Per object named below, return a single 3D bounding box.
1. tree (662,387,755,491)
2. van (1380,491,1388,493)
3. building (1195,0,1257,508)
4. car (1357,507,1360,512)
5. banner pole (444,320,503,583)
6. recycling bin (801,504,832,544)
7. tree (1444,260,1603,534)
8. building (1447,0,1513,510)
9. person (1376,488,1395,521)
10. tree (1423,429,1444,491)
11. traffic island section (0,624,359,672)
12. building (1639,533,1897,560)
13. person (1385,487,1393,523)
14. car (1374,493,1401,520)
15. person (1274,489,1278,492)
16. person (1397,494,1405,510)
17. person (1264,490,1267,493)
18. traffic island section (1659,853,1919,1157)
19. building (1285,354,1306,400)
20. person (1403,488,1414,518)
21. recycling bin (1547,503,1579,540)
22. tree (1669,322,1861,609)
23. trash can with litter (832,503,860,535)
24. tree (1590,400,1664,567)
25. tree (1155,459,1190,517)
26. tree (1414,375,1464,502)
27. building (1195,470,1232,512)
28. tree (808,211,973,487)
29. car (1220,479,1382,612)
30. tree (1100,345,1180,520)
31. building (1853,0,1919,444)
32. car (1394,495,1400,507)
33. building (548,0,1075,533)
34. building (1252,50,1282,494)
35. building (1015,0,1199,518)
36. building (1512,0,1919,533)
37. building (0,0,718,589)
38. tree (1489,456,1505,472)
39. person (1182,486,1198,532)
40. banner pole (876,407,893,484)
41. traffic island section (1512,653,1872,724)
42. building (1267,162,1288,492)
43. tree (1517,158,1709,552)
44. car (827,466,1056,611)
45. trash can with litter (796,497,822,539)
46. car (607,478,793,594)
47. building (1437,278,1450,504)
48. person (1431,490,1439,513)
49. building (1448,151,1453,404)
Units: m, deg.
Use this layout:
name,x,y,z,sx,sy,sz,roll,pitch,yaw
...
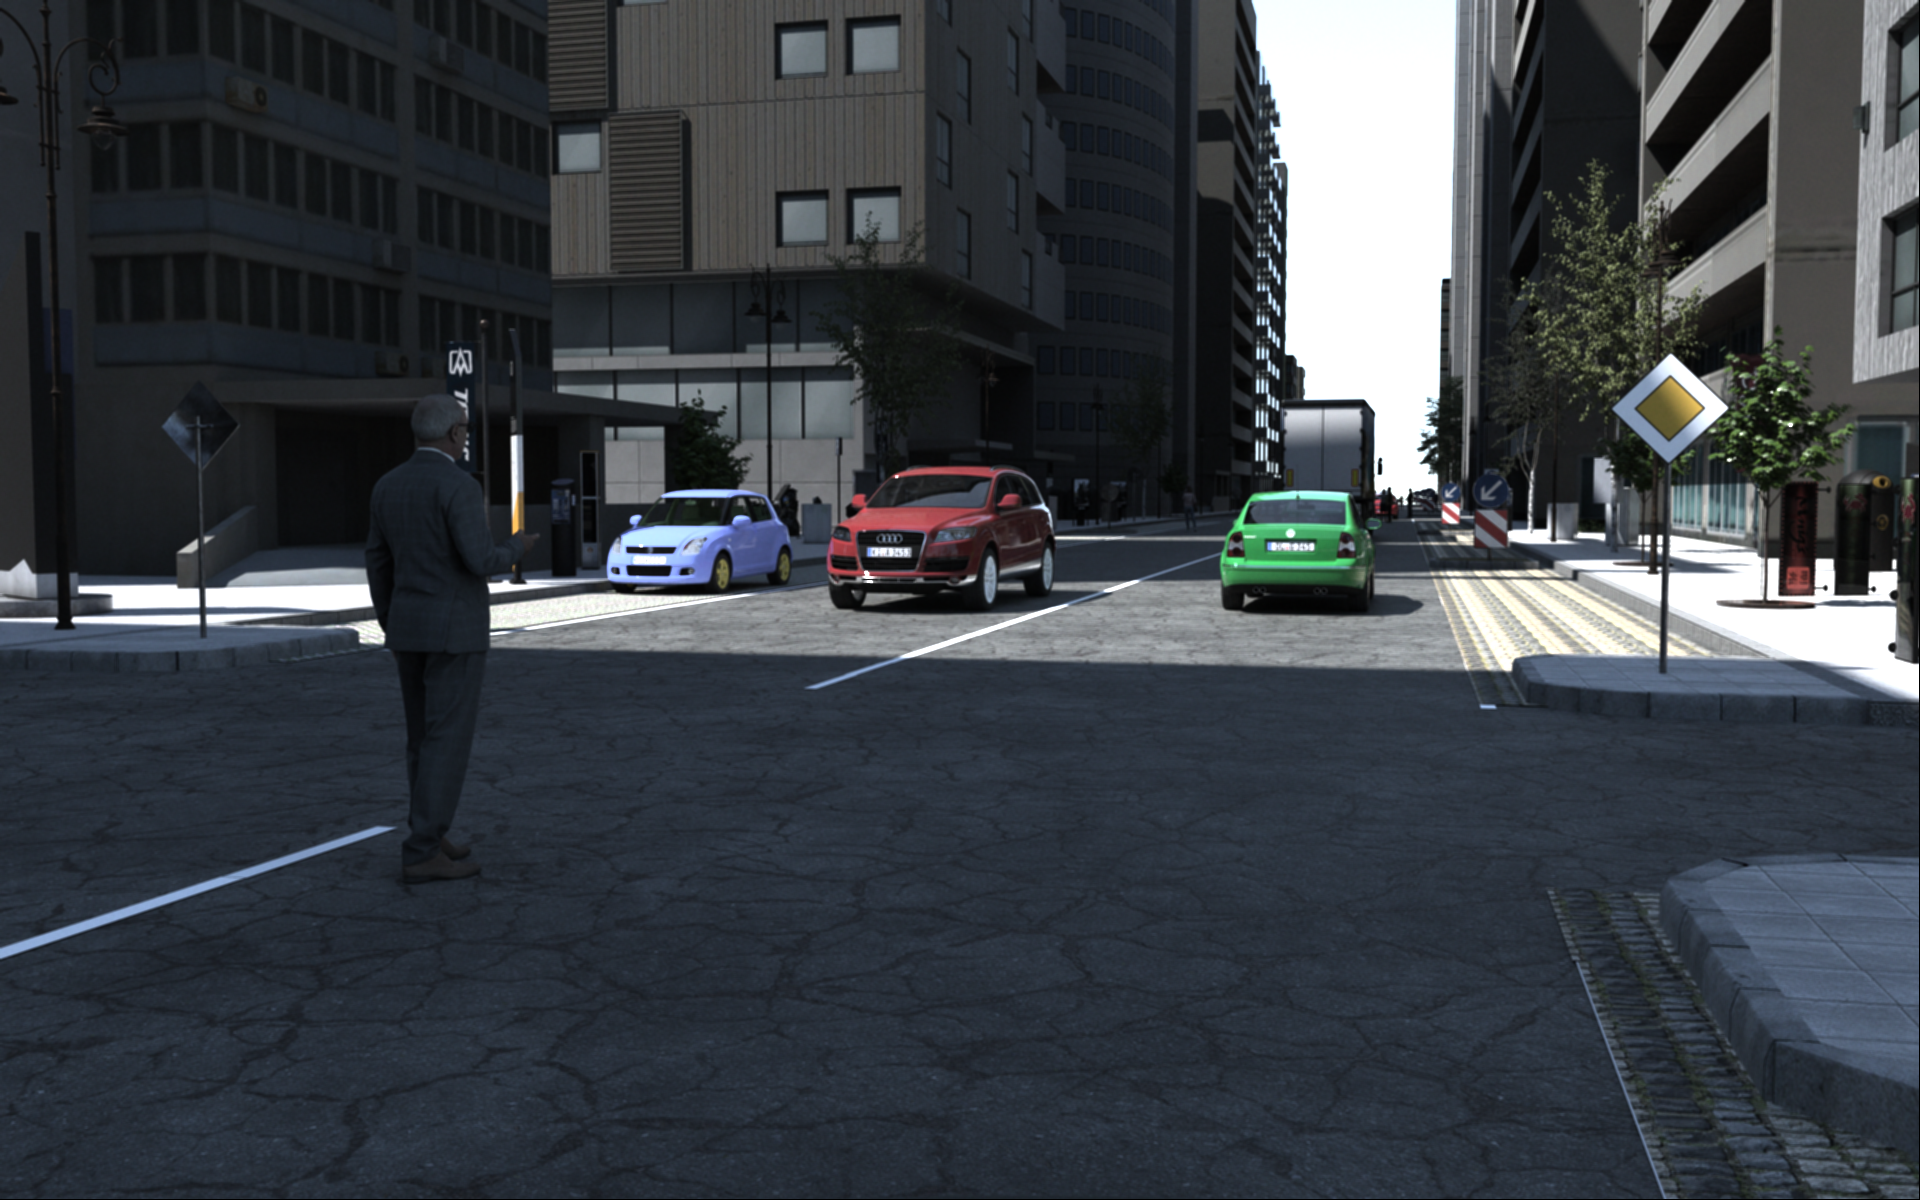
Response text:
name,x,y,z,sx,sy,sz,roll,pitch,yaw
tree,-4.765,-2.249,31.375,1.663,3.219,1.824,0,3,0
van,52.303,-12.584,212.757,2.013,2.044,4.112,1,4,14
building,14.325,-32.348,152.590,21.300,48.544,21.600,1,4,14
car,9.024,-2.125,43.547,1.959,1.807,4.718,1,4,15
banner pole,-7.050,-2.141,25.029,0.863,3.779,0.401,1,4,15
recycling bin,-3.727,-1.984,44.992,0.722,1.027,0.722,-1,4,-10
tree,18.500,-6.441,55.679,4.360,8.622,3.978,0,3,0
building,63.302,-39.302,184.591,21.231,58.520,28.212,1,4,14
person,22.431,-5.044,91.762,1.217,1.735,0.721,2,4,26
tree,48.289,-13.610,172.880,4.360,8.622,3.978,0,3,0
traffic island section,-6.756,0.419,15.423,2.009,0.180,2.903,1,4,14
building,28.930,-25.491,40.472,21.300,48.544,21.600,1,4,14
person,21.588,-4.808,87.208,0.705,1.812,1.348,1,4,11
car,23.994,-5.476,98.579,2.155,1.783,4.494,1,4,13
person,16.234,-4.861,88.902,0.541,1.710,0.530,-1,4,-21
person,40.028,-8.887,157.054,1.065,1.426,0.557,0,4,-1
person,22.708,-7.284,128.531,0.756,1.711,0.436,-2,4,-27
traffic island section,3.079,1.077,4.674,2.009,0.180,2.903,1,4,14
building,31.383,-23.655,231.797,27.650,21.520,28.899,1,4,14
person,27.170,-5.881,104.666,0.705,1.822,1.348,-1,4,-10
recycling bin,16.901,-2.202,48.563,0.722,1.027,0.722,2,4,29
tree,9.293,-1.528,19.591,1.663,3.219,1.824,0,3,0
trash can with litter,-3.344,-2.473,51.820,1.055,1.170,0.624,2,4,27
tree,12.362,-2.222,30.929,1.663,3.219,1.824,0,3,0
tree,12.138,-6.315,97.846,1.663,3.219,1.824,0,3,0
tree,47.438,-15.146,165.769,7.486,12.596,7.792,0,3,0
building,3.961,-26.886,131.467,32.217,40.220,23.993,1,4,14
tree,-1.838,-5.853,46.066,4.737,8.622,4.395,0,3,0
car,4.476,-0.843,22.577,1.959,1.807,4.718,1,4,15
tree,9.112,-8.317,86.339,4.737,8.622,4.395,0,3,0
building,17.933,-14.949,16.112,14.107,30.474,14.160,1,4,14
car,33.335,-7.536,135.214,2.014,1.417,4.499,1,4,15
building,-10.892,-29.417,70.213,28.713,52.752,27.495,1,4,14
building,22.872,-34.752,187.810,23.786,49.044,30.456,1,4,14
building,2.236,-34.401,104.460,21.231,58.520,28.212,1,4,14
building,34.368,-27.335,70.629,21.300,48.544,21.600,1,4,14
building,-22.040,-20.918,33.896,32.217,40.220,23.993,1,4,14
tree,27.491,-5.734,88.359,1.663,3.219,1.824,0,3,0
person,8.825,-3.496,66.246,0.593,1.750,0.643,0,4,-2
banner pole,-2.123,-3.655,49.775,0.863,3.779,0.401,3,5,43
traffic island section,5.056,0.604,12.411,2.009,0.180,2.903,1,4,14
building,31.813,-32.132,208.948,14.154,41.232,14.086,1,4,14
tree,14.361,-5.351,37.848,4.737,8.622,4.395,0,3,0
car,-0.131,-0.881,23.073,2.281,1.827,5.304,1,4,16
trash can with litter,-4.224,-2.354,49.552,1.678,1.210,2.233,0,4,1
car,-3.874,-1.003,25.988,1.945,1.707,3.694,1,4,16
building,70.807,-28.023,229.884,14.160,30.474,14.107,1,4,14
person,35.807,-7.414,130.638,0.541,1.710,0.530,2,4,33
building,70.661,-35.848,209.824,21.300,48.544,21.600,1,4,14
